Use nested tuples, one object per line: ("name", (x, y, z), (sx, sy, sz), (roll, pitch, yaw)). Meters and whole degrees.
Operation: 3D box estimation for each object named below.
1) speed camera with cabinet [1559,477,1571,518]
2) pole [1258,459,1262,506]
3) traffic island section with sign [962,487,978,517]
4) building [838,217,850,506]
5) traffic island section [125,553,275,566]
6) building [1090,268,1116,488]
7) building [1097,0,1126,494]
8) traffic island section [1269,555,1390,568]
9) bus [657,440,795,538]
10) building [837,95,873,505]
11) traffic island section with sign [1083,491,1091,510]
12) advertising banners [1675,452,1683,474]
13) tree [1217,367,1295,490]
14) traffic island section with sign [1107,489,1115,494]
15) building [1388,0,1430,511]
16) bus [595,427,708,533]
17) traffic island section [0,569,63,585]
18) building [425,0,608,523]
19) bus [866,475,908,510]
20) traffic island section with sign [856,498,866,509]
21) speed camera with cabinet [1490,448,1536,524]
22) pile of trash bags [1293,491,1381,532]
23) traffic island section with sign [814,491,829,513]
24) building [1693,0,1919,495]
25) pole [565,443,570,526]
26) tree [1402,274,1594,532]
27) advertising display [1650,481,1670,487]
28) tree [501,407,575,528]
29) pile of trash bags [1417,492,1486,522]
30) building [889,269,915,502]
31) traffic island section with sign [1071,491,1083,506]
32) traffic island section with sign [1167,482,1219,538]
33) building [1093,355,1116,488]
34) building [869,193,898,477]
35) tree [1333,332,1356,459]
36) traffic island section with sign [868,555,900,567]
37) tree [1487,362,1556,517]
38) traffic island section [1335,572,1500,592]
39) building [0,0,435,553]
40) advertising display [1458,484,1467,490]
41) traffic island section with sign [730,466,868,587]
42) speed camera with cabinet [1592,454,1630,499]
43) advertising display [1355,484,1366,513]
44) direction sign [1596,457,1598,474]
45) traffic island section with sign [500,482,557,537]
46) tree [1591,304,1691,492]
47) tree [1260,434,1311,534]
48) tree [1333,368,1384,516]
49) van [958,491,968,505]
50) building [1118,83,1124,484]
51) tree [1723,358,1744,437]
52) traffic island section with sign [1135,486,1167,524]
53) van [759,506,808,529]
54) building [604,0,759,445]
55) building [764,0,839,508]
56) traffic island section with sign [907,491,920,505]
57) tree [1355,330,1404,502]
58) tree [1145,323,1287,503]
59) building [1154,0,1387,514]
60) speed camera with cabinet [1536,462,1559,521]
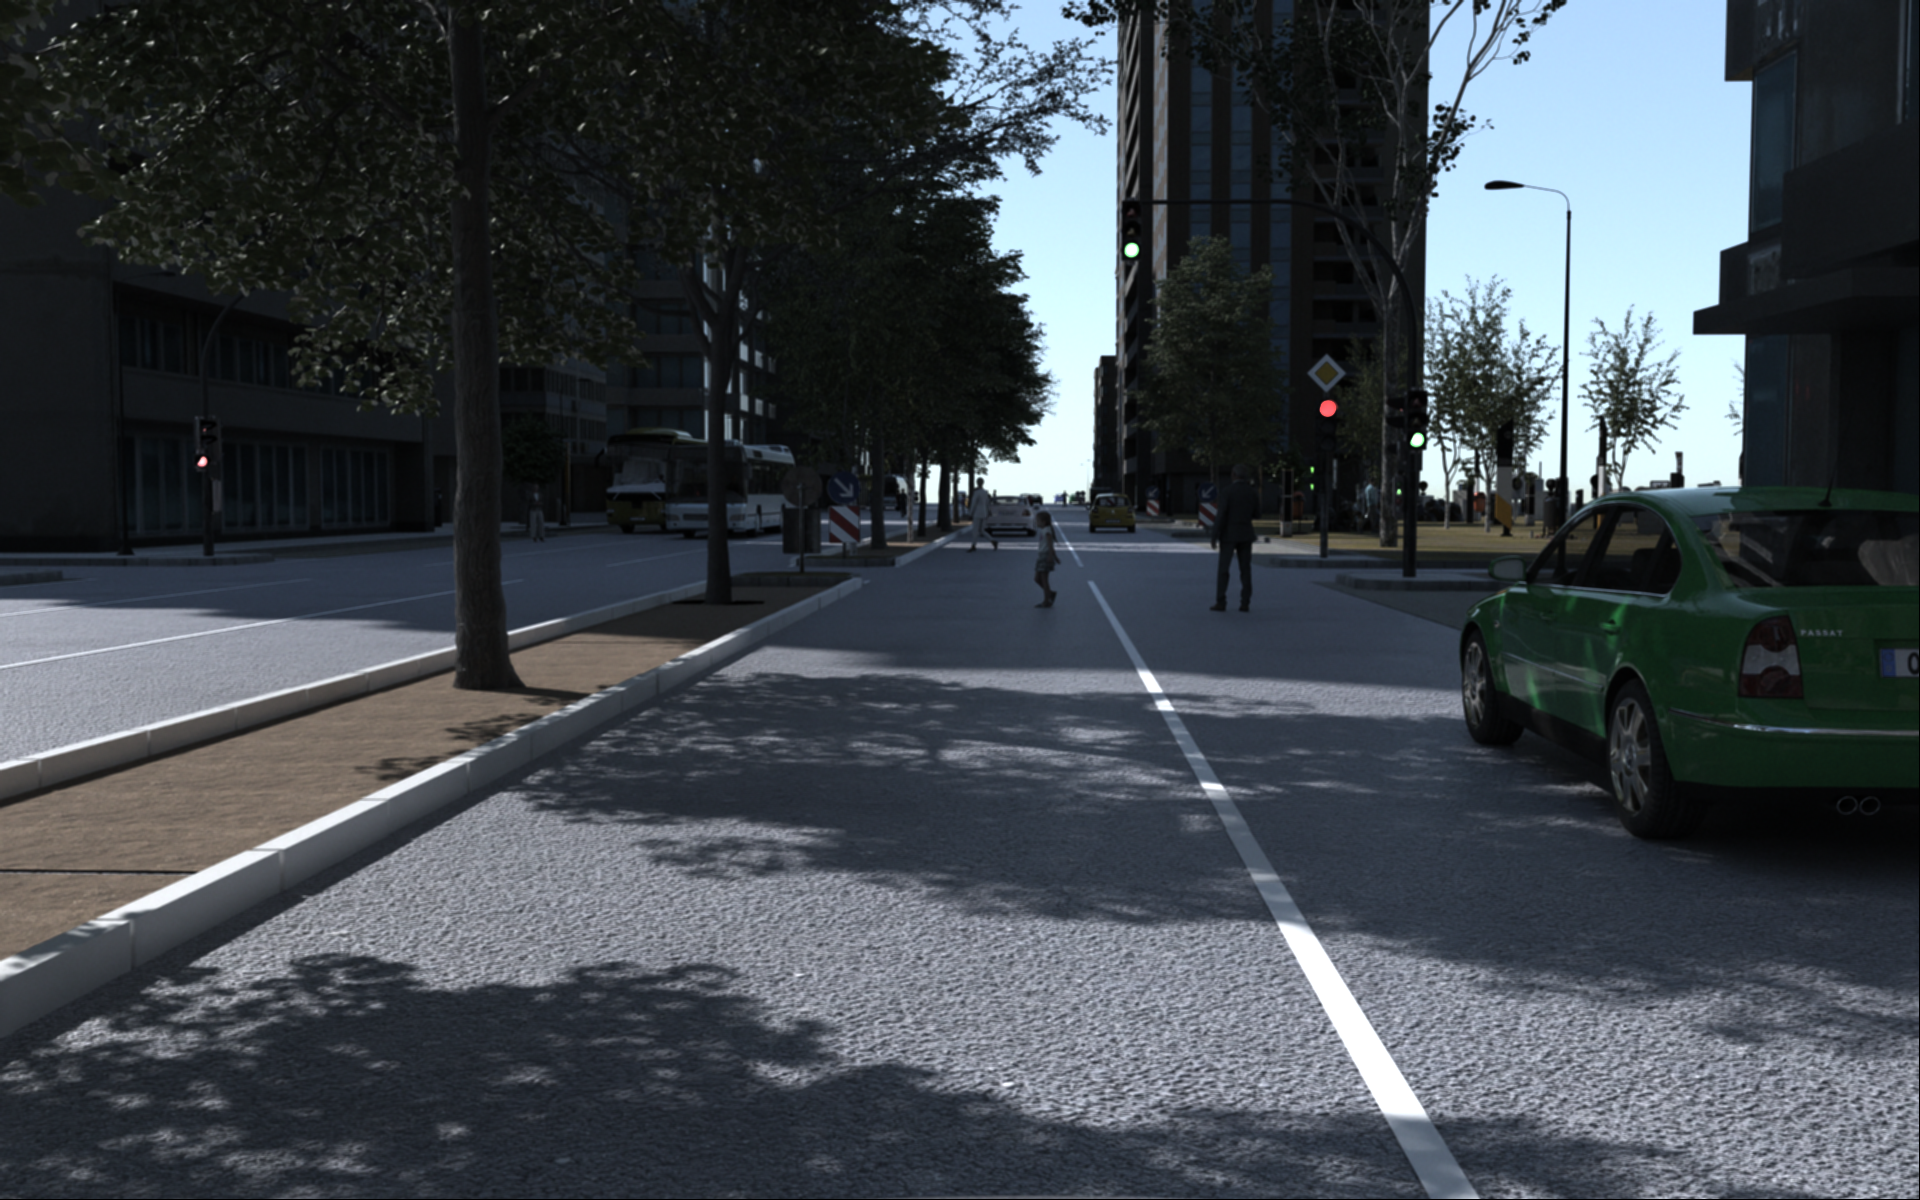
("speed camera with cabinet", (32.630, -6.078, 93.703), (0.660, 3.252, 2.038), (2, 4, 27))
("pole", (17.421, -6.532, 100.642), (0.158, 3.312, 0.155), (0, 3, 0))
("traffic island section with sign", (1.127, -6.230, 109.995), (2.006, 1.907, 1.989), (0, 4, 3))
("building", (-18.604, -24.418, 170.932), (14.160, 30.474, 14.107), (0, 4, 3))
("traffic island section", (-15.578, -0.832, 35.877), (2.009, 0.180, 2.903), (0, 4, 3))
("building", (35.599, -34.474, 255.525), (32.217, 40.220, 23.993), (0, 4, 3))
("building", (26.881, -46.798, 203.401), (20.563, 71.187, 20.611), (0, 4, 3))
("traffic island section", (7.340, -0.768, 34.839), (2.009, 0.180, 2.903), (0, 4, 3))
("bus", (-7.817, -3.981, 59.950), (2.948, 3.499, 13.247), (0, 4, 2))
("building", (-21.803, -36.075, 209.434), (23.786, 49.044, 30.456), (0, 4, 3))
("traffic island section with sign", (12.741, -9.332, 161.213), (1.989, 1.847, 2.006), (0, 4, 3))
("advertising banners", (30.254, -4.629, 71.879), (2.074, 3.025, 0.090), (-2, 4, -34))
("tree", (16.634, -8.992, 97.374), (4.360, 8.622, 3.978), (0, 3, 0))
("traffic island section with sign", (11.455, -7.601, 132.912), (1.989, 1.847, 2.006), (0, 4, 3))
("building", (24.289, -31.430, 137.589), (21.300, 48.544, 21.600), (0, 4, 3))
("bus", (-11.078, -4.619, 67.072), (2.896, 3.916, 12.252), (0, 4, 3))
("traffic island section", (-15.939, -0.344, 27.900), (2.009, 0.180, 2.903), (0, 4, 3))
("building", (-30.885, -23.975, 83.880), (32.217, 40.220, 23.993), (0, 4, 3))
("bus", (-6.596, -10.039, 159.002), (2.948, 3.499, 13.247), (0, 4, 3))
("traffic island section with sign", (-9.853, -9.405, 162.399), (1.989, 1.847, 2.006), (0, 4, 3))
("speed camera with cabinet", (23.492, -4.880, 74.122), (0.660, 3.252, 2.038), (-2, 4, -29))
("pile of trash bags", (12.771, -3.043, 59.505), (3.447, 1.369, 1.912), (-1, 4, -20))
("traffic island section with sign", (-11.078, -7.758, 135.472), (1.989, 1.847, 2.006), (0, 4, 3))
("building", (19.543, -23.811, 8.926), (23.786, 49.044, 30.456), (0, 4, 3))
("pole", (-15.634, -4.596, 68.993), (0.158, 3.312, 0.155), (0, 3, 0))
("tree", (17.727, -6.554, 57.524), (4.737, 8.622, 4.395), (0, 3, 0))
("advertising display", (33.933, -4.818, 83.995), (0.123, 1.923, 0.974), (-3, 4, -38))
("tree", (-16.216, -5.000, 65.471), (4.285, 4.588, 4.351), (0, 3, 0))
("pile of trash bags", (22.667, -4.299, 80.035), (3.447, 1.369, 1.912), (-1, 4, -9))
("building", (-14.293, -35.338, 261.364), (14.154, 41.232, 14.086), (0, 4, 3))
("traffic island section with sign", (15.244, -12.730, 216.759), (1.989, 1.847, 2.006), (0, 4, 3))
("traffic island section with sign", (8.037, -2.986, 57.450), (1.989, 1.847, 2.006), (0, 4, 3))
("building", (31.988, -23.535, 229.835), (27.650, 21.520, 28.899), (0, 4, 3))
("building", (-20.194, -35.750, 239.128), (22.147, 44.769, 28.867), (0, 4, 3))
("tree", (18.260, -7.734, 76.817), (4.737, 8.622, 4.395), (0, 3, 0))
("traffic island section with sign", (-2.259, -1.639, 34.932), (2.006, 1.907, 1.989), (0, 4, 3))
("tree", (31.524, -9.021, 97.848), (4.360, 8.622, 3.978), (0, 3, 0))
("traffic island section", (6.979, -0.280, 26.862), (2.009, 0.180, 2.903), (0, 4, 3))
("building", (-28.900, -25.900, 47.172), (21.300, 48.544, 21.600), (0, 4, 3))
("advertising display", (31.374, -6.269, 107.706), (0.123, 1.923, 0.974), (-2, 4, -28))
("traffic island section with sign", (-2.604, -1.186, 27.533), (2.006, 1.907, 1.989), (0, 4, 3))
("speed camera with cabinet", (32.175, -5.571, 85.427), (0.660, 3.252, 2.038), (-2, 4, -29))
("advertising display", (24.795, -6.243, 107.285), (0.974, 1.923, 0.123), (-3, 4, -39))
("direction sign", (38.494, -6.885, 104.561), (0.379, 3.537, 0.876), (1, 4, 10))
("traffic island section with sign", (-14.590, -3.015, 57.921), (1.989, 1.847, 2.006), (0, 4, 3))
("tree", (26.211, -7.208, 68.205), (4.737, 8.622, 4.395), (0, 3, 0))
("tree", (10.730, -3.729, 55.564), (1.663, 3.219, 1.824), (0, 3, 0))
("tree", (23.158, -9.137, 99.745), (4.360, 8.622, 3.978), (0, 3, 0))
("van", (0.115, -13.275, 224.055), (2.013, 2.044, 4.112), (0, 4, 1))
("building", (23.602, -32.259, 177.546), (14.600, 45.320, 14.200), (0, 4, 3))
("tree", (35.020, -7.541, 73.651), (4.360, 8.622, 3.978), (0, 3, 0))
("traffic island section with sign", (9.264, -4.650, 84.659), (1.989, 1.847, 2.006), (0, 4, 3))
("van", (-7.332, -3.938, 71.397), (2.013, 2.044, 4.112), (0, 4, 4))
("building", (-25.771, -30.971, 125.983), (23.786, 49.044, 30.456), (0, 4, 3))
("building", (-22.612, -32.356, 152.722), (21.300, 48.544, 21.600), (0, 4, 3))
("traffic island section with sign", (-6.105, -14.471, 245.225), (1.989, 1.847, 2.006), (0, 4, 3))
("tree", (17.923, -6.939, 63.811), (4.737, 8.622, 4.395), (0, 3, 0))
("tree", (13.258, -9.522, 90.104), (8.767, 10.594, 7.601), (2, 4, 31))
("building", (20.709, -28.707, 119.472), (14.600, 45.320, 14.200), (0, 4, 3))
("speed camera with cabinet", (27.691, -5.463, 83.655), (2.038, 3.252, 0.660), (1, 4, 16))
